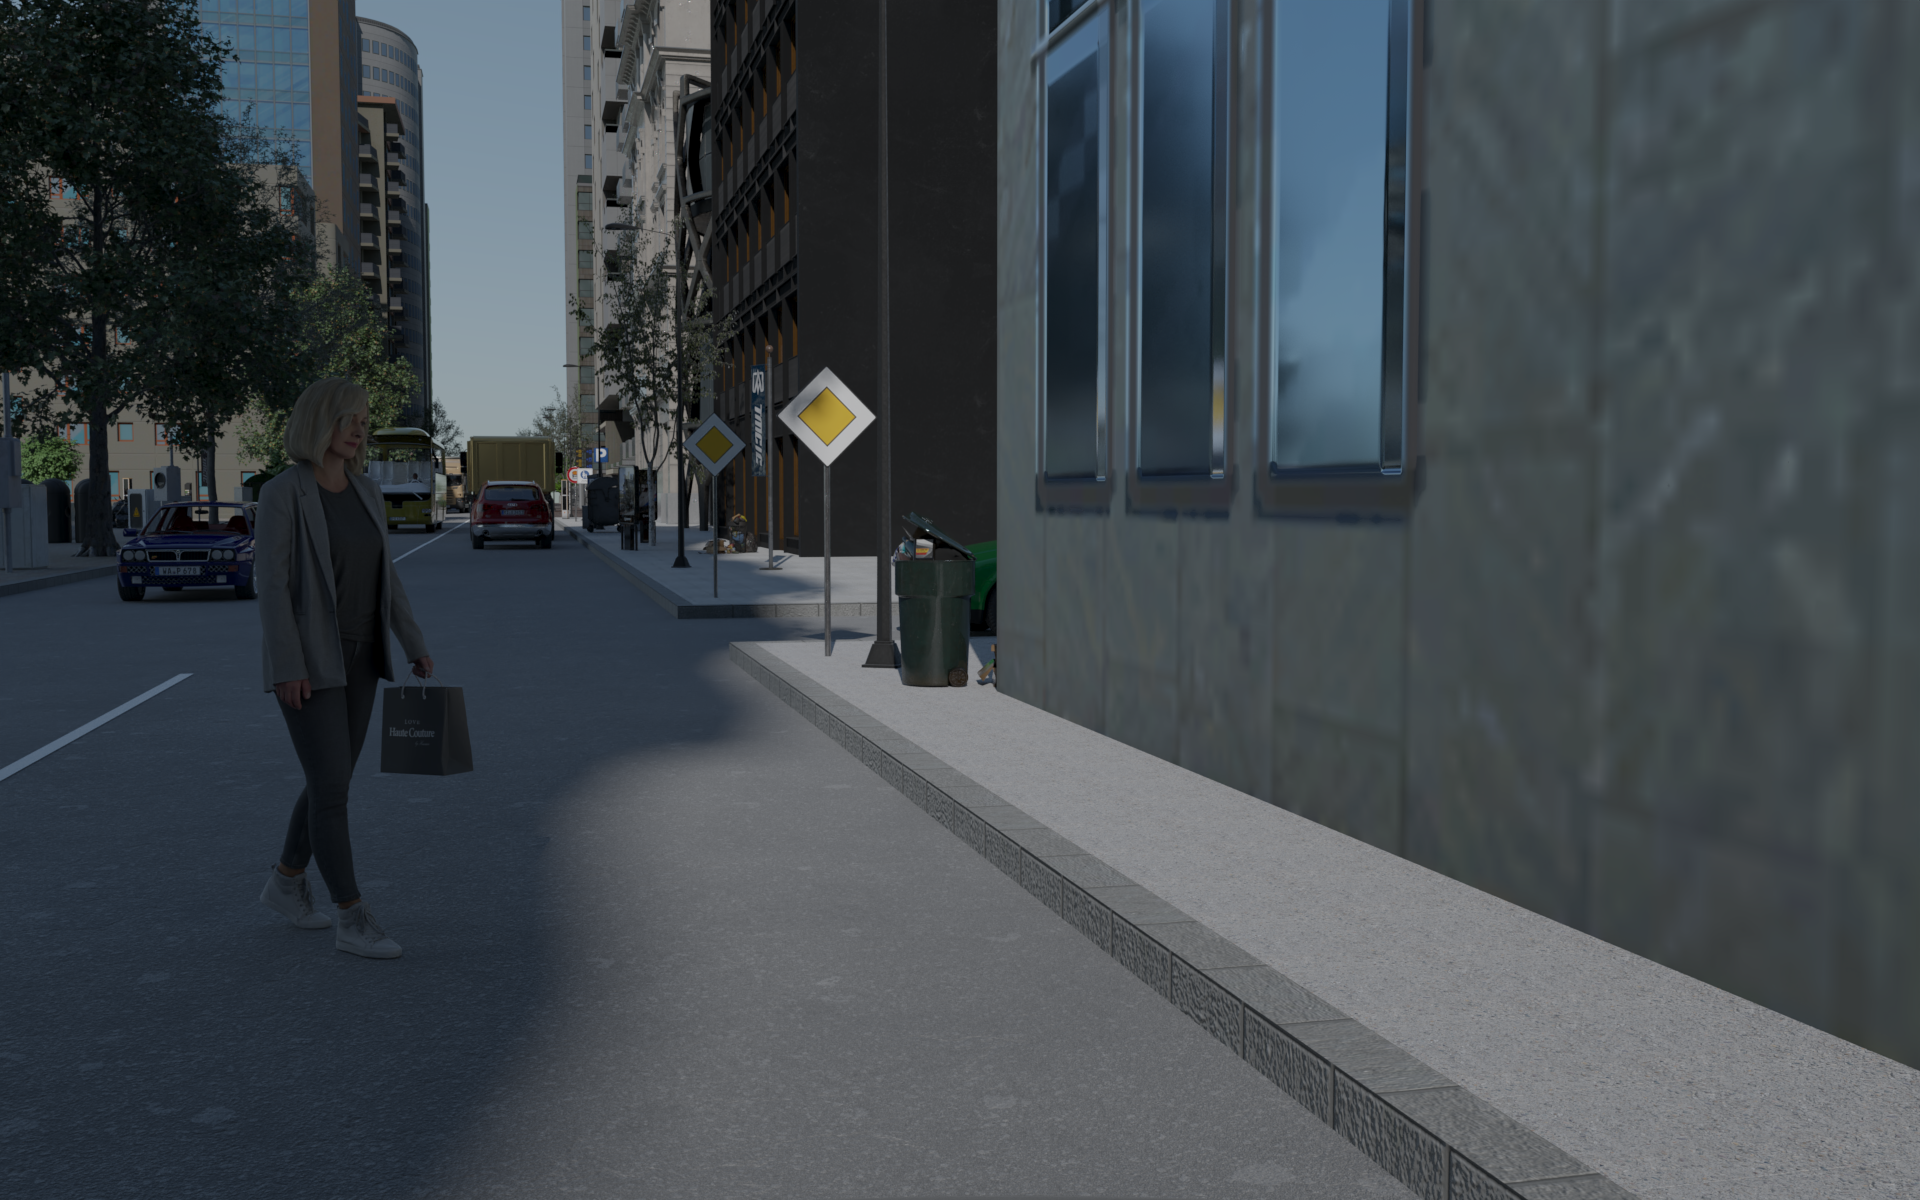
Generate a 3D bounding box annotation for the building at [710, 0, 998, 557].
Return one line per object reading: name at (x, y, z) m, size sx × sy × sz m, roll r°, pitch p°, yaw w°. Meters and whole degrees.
building at (0.774, -13.080, 43.536) m, size 12.332 × 23.373 × 15.834 m, roll -1°, pitch 4°, yaw -14°

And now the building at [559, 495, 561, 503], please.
building at (-39.575, -33.626, 241.660) m, size 32.217 × 40.220 × 23.993 m, roll -1°, pitch 4°, yaw -14°

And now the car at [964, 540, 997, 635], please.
car at (1.690, -0.551, 17.807) m, size 4.718 × 1.807 × 1.959 m, roll -1°, pitch 4°, yaw -16°

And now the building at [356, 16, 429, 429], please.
building at (-77.325, -41.045, 213.084) m, size 21.231 × 58.520 × 28.212 m, roll -1°, pitch 4°, yaw -14°

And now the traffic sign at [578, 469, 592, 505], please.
traffic sign at (-15.030, -4.118, 69.454) m, size 0.606 × 2.300 × 0.079 m, roll -1°, pitch 4°, yaw -8°

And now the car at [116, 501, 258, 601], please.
car at (-10.689, -0.733, 24.571) m, size 1.945 × 1.354 × 3.894 m, roll -1°, pitch 4°, yaw -13°

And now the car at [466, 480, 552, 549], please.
car at (-12.135, -2.327, 46.714) m, size 2.281 × 1.827 × 5.304 m, roll -1°, pitch 4°, yaw -16°

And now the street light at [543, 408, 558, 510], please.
street light at (-21.719, -7.437, 94.131) m, size 1.470 × 5.913 × 1.316 m, roll -1°, pitch 4°, yaw -14°

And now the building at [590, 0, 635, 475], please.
building at (-15.655, -33.739, 140.865) m, size 28.713 × 52.752 × 27.495 m, roll -1°, pitch 4°, yaw -14°

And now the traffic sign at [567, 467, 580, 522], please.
traffic sign at (-17.889, -4.924, 80.612) m, size 0.768 × 2.556 × 0.104 m, roll 0°, pitch 4°, yaw -8°

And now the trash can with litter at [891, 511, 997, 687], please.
trash can with litter at (0.068, -0.019, 11.694) m, size 1.055 × 1.170 × 0.624 m, roll 0°, pitch 4°, yaw -3°

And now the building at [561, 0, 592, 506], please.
building at (-33.648, -39.908, 194.492) m, size 21.231 × 58.520 × 28.212 m, roll -1°, pitch 4°, yaw -14°

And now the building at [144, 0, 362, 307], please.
building at (-50.939, -28.996, 124.201) m, size 14.600 × 45.320 × 14.200 m, roll -1°, pitch 4°, yaw -14°

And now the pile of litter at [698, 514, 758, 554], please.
pile of litter at (-5.072, -1.448, 37.640) m, size 1.176 × 0.858 × 1.719 m, roll 3°, pitch 4°, yaw 39°

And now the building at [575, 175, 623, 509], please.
building at (-28.361, -23.786, 160.595) m, size 14.160 × 30.474 × 14.107 m, roll -1°, pitch 4°, yaw -14°

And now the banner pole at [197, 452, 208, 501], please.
banner pole at (-31.423, -5.004, 71.840) m, size 0.401 × 3.779 × 0.863 m, roll 1°, pitch 4°, yaw 18°

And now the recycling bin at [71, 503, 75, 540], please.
recycling bin at (-25.820, -2.357, 51.083) m, size 0.722 × 1.027 × 0.722 m, roll 3°, pitch 5°, yaw 41°

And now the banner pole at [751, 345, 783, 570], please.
banner pole at (-3.342, -2.411, 29.438) m, size 0.401 × 3.779 × 0.863 m, roll -3°, pitch 4°, yaw -36°

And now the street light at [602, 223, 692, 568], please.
street light at (-5.393, -3.511, 29.945) m, size 1.470 × 5.913 × 1.316 m, roll -1°, pitch 4°, yaw -14°

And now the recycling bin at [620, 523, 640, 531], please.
recycling bin at (-11.293, -2.897, 59.919) m, size 0.722 × 1.027 × 0.722 m, roll 3°, pitch 4°, yaw 38°

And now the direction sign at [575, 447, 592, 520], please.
direction sign at (-18.271, -5.639, 84.203) m, size 0.876 × 3.537 × 0.379 m, roll -3°, pitch 4°, yaw -37°

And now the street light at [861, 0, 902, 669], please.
street light at (-1.089, -2.449, 12.586) m, size 1.470 × 5.913 × 1.316 m, roll -1°, pitch 4°, yaw -14°

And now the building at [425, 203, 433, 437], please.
building at (-79.303, -33.728, 235.039) m, size 14.154 × 41.232 × 14.086 m, roll -1°, pitch 4°, yaw -14°

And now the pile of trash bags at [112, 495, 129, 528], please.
pile of trash bags at (-33.595, -3.654, 69.499) m, size 3.447 × 1.369 × 1.912 m, roll 0°, pitch 4°, yaw -8°

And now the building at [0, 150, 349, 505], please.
building at (-51.841, -15.723, 102.113) m, size 27.650 × 21.520 × 28.899 m, roll -1°, pitch 4°, yaw -14°

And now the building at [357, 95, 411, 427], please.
building at (-70.936, -32.455, 185.255) m, size 22.147 × 44.769 × 28.867 m, roll -1°, pitch 4°, yaw -14°

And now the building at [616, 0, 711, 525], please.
building at (-9.004, -18.157, 84.256) m, size 14.401 × 28.519 × 23.554 m, roll -1°, pitch 4°, yaw -14°

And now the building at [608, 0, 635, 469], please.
building at (-10.571, -30.142, 112.425) m, size 23.786 × 49.044 × 30.456 m, roll -1°, pitch 4°, yaw -14°

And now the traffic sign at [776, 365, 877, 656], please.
traffic sign at (-1.048, -0.611, 13.635) m, size 0.795 × 2.450 × 0.064 m, roll -1°, pitch 4°, yaw -14°

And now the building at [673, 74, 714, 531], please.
building at (-2.358, -12.110, 65.456) m, size 16.820 × 18.784 × 16.811 m, roll -1°, pitch 4°, yaw -14°

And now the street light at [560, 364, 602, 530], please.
street light at (-13.481, -5.476, 62.075) m, size 1.470 × 5.913 × 1.316 m, roll -1°, pitch 4°, yaw -14°

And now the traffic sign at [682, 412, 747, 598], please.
traffic sign at (-3.026, -1.084, 21.372) m, size 0.795 × 2.450 × 0.064 m, roll -1°, pitch 4°, yaw -14°
